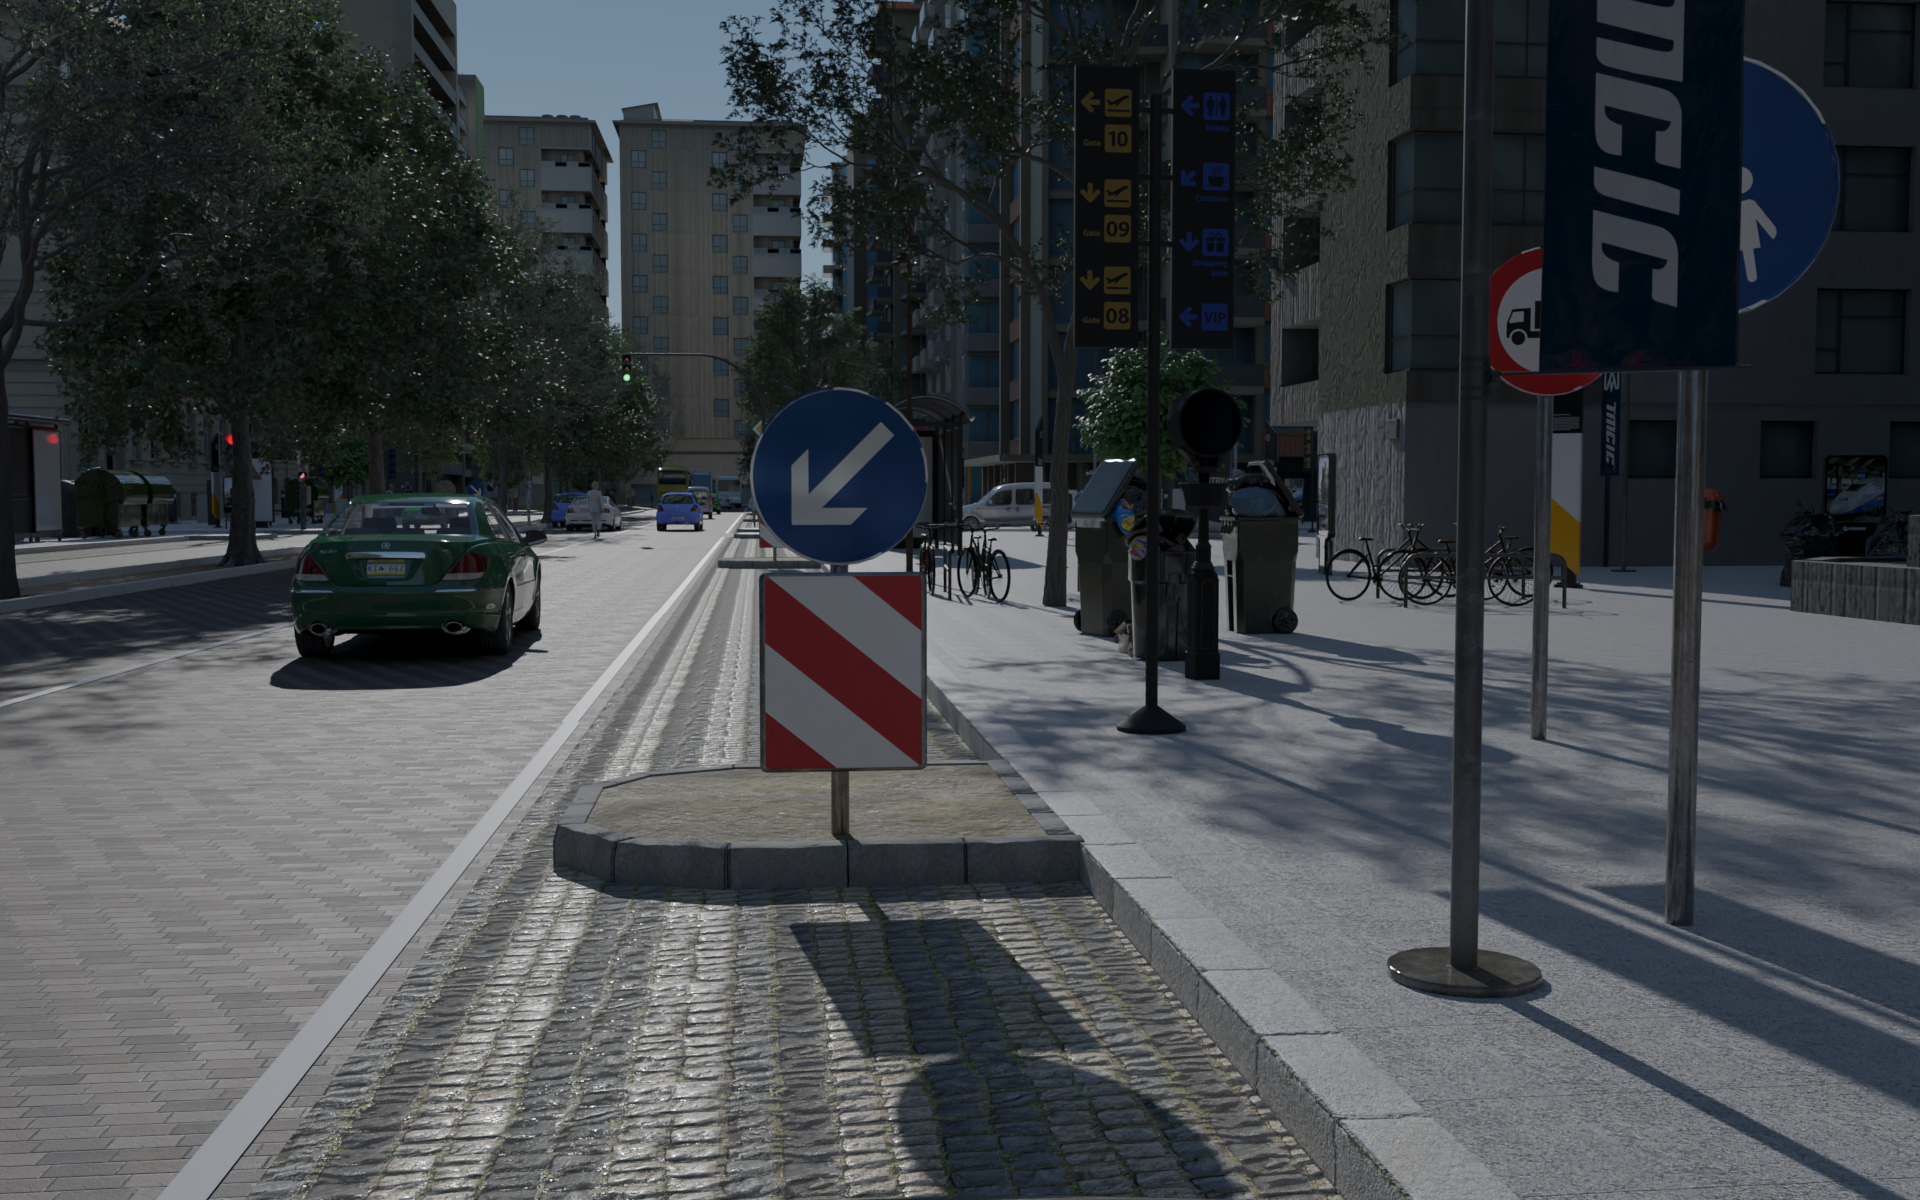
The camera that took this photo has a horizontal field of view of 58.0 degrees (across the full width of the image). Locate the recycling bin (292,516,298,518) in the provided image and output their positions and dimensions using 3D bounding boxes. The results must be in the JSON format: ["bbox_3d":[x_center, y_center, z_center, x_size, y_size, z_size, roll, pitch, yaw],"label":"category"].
[{"bbox_3d":[-36.173,-4.990,94.147,0.722,1.027,0.722,3,4,36],"label":"recycling bin"}]

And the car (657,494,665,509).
[{"bbox_3d":[-21.423,-7.135,128.447,2.131,1.459,4.920,0,4,-5],"label":"car"}]

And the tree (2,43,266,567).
[{"bbox_3d":[-14.158,-7.001,33.936,9.611,12.733,9.660,0,3,0],"label":"tree"}]

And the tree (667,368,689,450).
[{"bbox_3d":[-24.351,-12.855,123.013,12.009,13.543,11.850,0,3,0],"label":"tree"}]

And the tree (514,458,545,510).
[{"bbox_3d":[-34.734,-13.373,136.775,7.486,12.596,7.792,0,3,0],"label":"tree"}]

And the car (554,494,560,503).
[{"bbox_3d":[-28.094,-6.990,123.089,1.959,1.807,4.718,0,4,-5],"label":"car"}]

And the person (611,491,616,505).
[{"bbox_3d":[-33.613,-9.674,167.207,0.750,1.759,0.617,-2,4,-31],"label":"person"}]

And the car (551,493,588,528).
[{"bbox_3d":[-16.754,-4.033,75.532,1.945,1.707,3.694,0,4,-5],"label":"car"}]

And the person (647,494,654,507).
[{"bbox_3d":[-31.427,-10.082,176.558,0.991,1.433,0.599,-2,4,-28],"label":"person"}]

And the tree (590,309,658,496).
[{"bbox_3d":[-19.975,-10.055,83.857,9.611,12.733,9.660,0,3,0],"label":"tree"}]

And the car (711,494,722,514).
[{"bbox_3d":[-18.023,-7.035,123.819,1.959,1.807,4.718,0,4,-6],"label":"car"}]

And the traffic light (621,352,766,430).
[{"bbox_3d":[-8.472,-4.974,55.986,4.771,5.953,1.251,0,4,-7],"label":"traffic light"}]

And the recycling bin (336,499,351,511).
[{"bbox_3d":[-32.172,-4.777,90.652,0.722,1.027,0.722,0,4,-2],"label":"recycling bin"}]

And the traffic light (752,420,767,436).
[{"bbox_3d":[-7.325,-4.610,64.299,0.839,4.253,0.868,0,4,-7],"label":"traffic light"}]

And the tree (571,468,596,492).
[{"bbox_3d":[-39.675,-12.153,182.411,4.285,4.588,4.351,0,3,0],"label":"tree"}]

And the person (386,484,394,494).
[{"bbox_3d":[-21.856,-3.536,66.502,0.419,1.800,0.721,0,4,1],"label":"person"}]

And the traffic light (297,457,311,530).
[{"bbox_3d":[-21.607,-5.382,62.666,4.771,5.953,1.251,0,4,-7],"label":"traffic light"}]

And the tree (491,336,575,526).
[{"bbox_3d":[-19.167,-7.583,76.808,4.360,8.622,3.978,0,3,0],"label":"tree"}]

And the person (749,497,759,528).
[{"bbox_3d":[-8.371,-3.711,70.993,0.589,1.601,0.330,0,4,8],"label":"person"}]

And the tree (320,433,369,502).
[{"bbox_3d":[-28.811,-5.963,81.209,4.285,4.588,4.351,0,3,0],"label":"tree"}]

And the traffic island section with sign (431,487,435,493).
[{"bbox_3d":[-26.238,-4.793,86.998,1.989,1.847,2.006,0,4,-7],"label":"traffic island section with sign"}]

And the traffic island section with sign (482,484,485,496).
[{"bbox_3d":[-17.465,-3.349,62.898,2.006,1.907,1.989,0,4,-7],"label":"traffic island section with sign"}]

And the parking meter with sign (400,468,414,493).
[{"bbox_3d":[-34.850,-6.887,108.868,0.543,3.016,1.738,1,4,22],"label":"parking meter with sign"}]

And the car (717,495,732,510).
[{"bbox_3d":[-22.347,-9.138,161.776,2.083,1.381,4.827,0,4,-6],"label":"car"}]

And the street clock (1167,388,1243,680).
[{"bbox_3d":[1.683,-0.453,11.971,0.471,2.002,0.358,-1,4,-16],"label":"street clock"}]

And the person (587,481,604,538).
[{"bbox_3d":[-11.795,-2.915,56.045,0.514,1.842,0.818,-1,4,-10],"label":"person"}]

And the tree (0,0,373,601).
[{"bbox_3d":[-12.974,-6.744,23.086,12.009,13.543,11.850,0,3,0],"label":"tree"}]

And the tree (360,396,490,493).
[{"bbox_3d":[-31.393,-11.108,99.749,7.486,12.596,7.792,0,3,0],"label":"tree"}]

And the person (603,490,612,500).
[{"bbox_3d":[-30.191,-8.513,147.817,0.705,1.807,1.348,3,5,40],"label":"person"}]

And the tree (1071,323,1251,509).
[{"bbox_3d":[3.853,-3.032,33.294,4.285,4.588,4.351,0,3,0],"label":"tree"}]

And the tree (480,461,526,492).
[{"bbox_3d":[-33.944,-8.849,128.397,4.285,4.588,4.351,0,3,0],"label":"tree"}]

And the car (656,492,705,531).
[{"bbox_3d":[-11.122,-3.624,68.842,1.945,1.707,3.694,0,4,-6],"label":"car"}]

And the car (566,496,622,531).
[{"bbox_3d":[-14.413,-3.417,68.229,2.083,1.381,4.827,0,4,-6],"label":"car"}]

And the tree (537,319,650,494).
[{"bbox_3d":[-21.997,-10.595,101.447,9.928,11.665,9.643,0,3,0],"label":"tree"}]

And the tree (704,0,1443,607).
[{"bbox_3d":[1.013,-5.185,19.188,8.767,10.594,7.601,1,4,8],"label":"tree"}]

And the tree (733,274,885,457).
[{"bbox_3d":[-8.298,-11.834,100.133,9.857,13.997,8.962,0,3,0],"label":"tree"}]

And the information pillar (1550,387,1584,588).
[{"bbox_3d":[8.283,-1.978,23.702,0.504,3.616,0.183,3,4,37],"label":"information pillar"}]

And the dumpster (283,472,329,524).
[{"bbox_3d":[-27.997,-4.380,74.103,1.502,2.255,1.985,0,4,-7],"label":"dumpster"}]

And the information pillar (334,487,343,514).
[{"bbox_3d":[-33.110,-6.166,92.161,0.183,3.616,0.504,3,5,40],"label":"information pillar"}]

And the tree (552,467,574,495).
[{"bbox_3d":[-36.758,-12.671,157.537,4.737,8.622,4.395,0,3,0],"label":"tree"}]

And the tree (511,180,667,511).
[{"bbox_3d":[-17.897,-9.461,67.511,12.009,13.543,11.850,0,3,0],"label":"tree"}]

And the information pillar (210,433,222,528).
[{"bbox_3d":[-28.284,-4.553,65.804,0.183,3.616,0.504,0,4,4],"label":"information pillar"}]

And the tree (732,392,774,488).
[{"bbox_3d":[-20.906,-17.620,205.099,9.611,12.733,9.660,0,3,0],"label":"tree"}]

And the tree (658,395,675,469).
[{"bbox_3d":[-23.280,-11.726,111.183,9.611,12.733,9.660,0,3,0],"label":"tree"}]

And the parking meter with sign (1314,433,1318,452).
[{"bbox_3d":[10.834,-3.223,48.965,0.543,3.016,1.738,-2,4,-34],"label":"parking meter with sign"}]

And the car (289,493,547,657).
[{"bbox_3d":[-5.138,-0.304,16.766,2.131,1.459,4.920,-1,4,-8],"label":"car"}]

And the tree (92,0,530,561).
[{"bbox_3d":[-14.906,-7.617,43.998,9.611,12.733,9.660,0,3,0],"label":"tree"}]

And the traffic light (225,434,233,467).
[{"bbox_3d":[-22.754,-4.008,54.459,0.839,4.253,0.868,0,4,-7],"label":"traffic light"}]

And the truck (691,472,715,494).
[{"bbox_3d":[-30.493,-12.976,201.911,2.967,4.110,18.799,0,4,-5],"label":"truck"}]

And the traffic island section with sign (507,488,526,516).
[{"bbox_3d":[-29.345,-6.431,113.778,1.989,1.847,2.006,0,4,-7],"label":"traffic island section with sign"}]

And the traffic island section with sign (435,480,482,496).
[{"bbox_3d":[-16.620,-2.899,55.539,2.006,1.907,1.989,0,4,-7],"label":"traffic island section with sign"}]

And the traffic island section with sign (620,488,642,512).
[{"bbox_3d":[-26.144,-7.914,137.536,2.006,1.907,1.989,0,4,-7],"label":"traffic island section with sign"}]

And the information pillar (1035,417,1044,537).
[{"bbox_3d":[2.380,-3.720,52.177,0.183,3.616,0.504,1,4,21],"label":"information pillar"}]

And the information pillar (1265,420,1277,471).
[{"bbox_3d":[9.791,-3.872,54.668,0.183,3.616,0.504,-2,4,-31],"label":"information pillar"}]

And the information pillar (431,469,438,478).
[{"bbox_3d":[-39.557,-8.511,130.503,0.504,3.616,0.183,-1,4,-21],"label":"information pillar"}]

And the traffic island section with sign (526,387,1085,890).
[{"bbox_3d":[-0.636,0.088,7.196,1.989,1.847,2.006,0,4,-7],"label":"traffic island section with sign"}]

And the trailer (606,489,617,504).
[{"bbox_3d":[-38.926,-11.398,193.409,1.471,1.999,3.904,0,4,-6],"label":"trailer"}]

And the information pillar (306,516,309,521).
[{"bbox_3d":[-30.902,-5.509,81.420,0.183,3.616,0.504,1,4,17],"label":"information pillar"}]

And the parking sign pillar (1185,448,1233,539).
[{"bbox_3d":[7.199,-3.767,50.070,1.447,3.967,1.447,1,4,21],"label":"parking sign pillar"}]

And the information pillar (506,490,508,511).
[{"bbox_3d":[-34.741,-7.819,132.336,0.304,2.012,0.304,-1,4,-19],"label":"information pillar"}]
